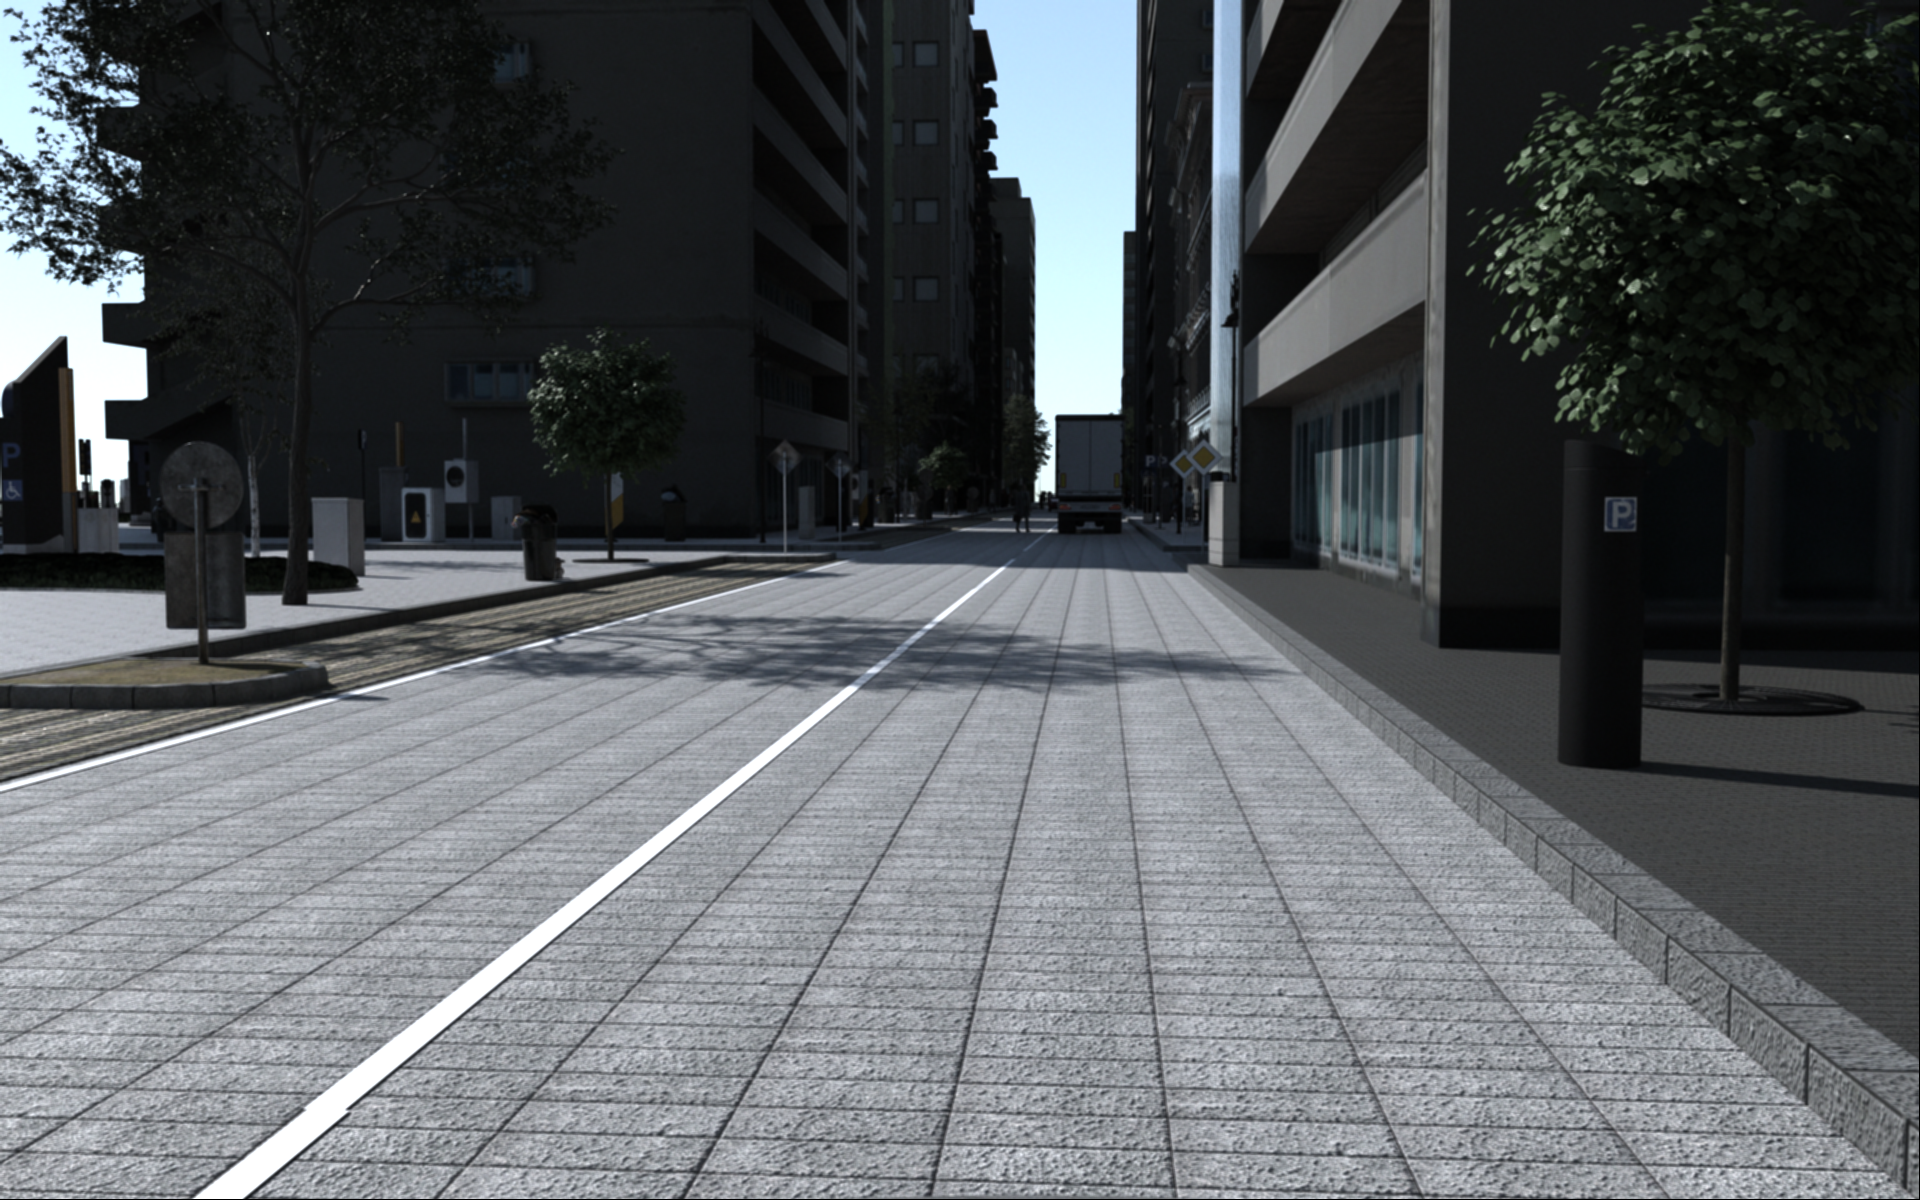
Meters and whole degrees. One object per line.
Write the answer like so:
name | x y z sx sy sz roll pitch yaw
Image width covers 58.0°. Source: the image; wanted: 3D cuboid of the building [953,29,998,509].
building | -7.914 -31.076 162.720 22.147 44.769 28.867 0 4 4

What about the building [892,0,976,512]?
building | -13.003 -33.355 134.585 28.713 52.752 27.495 0 4 4

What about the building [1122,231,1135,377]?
building | 32.354 -35.863 269.959 14.154 41.232 14.086 0 4 4

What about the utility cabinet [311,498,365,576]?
utility cabinet | -9.806 -0.989 27.340 1.020 1.237 0.306 3 4 38

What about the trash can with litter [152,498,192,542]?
trash can with litter | -20.770 -2.109 45.870 1.055 1.170 0.624 -2 4 -34

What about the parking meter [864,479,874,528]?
parking meter | -3.507 -3.691 66.058 0.399 1.863 0.255 -3 5 -42

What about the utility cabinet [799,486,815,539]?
utility cabinet | -4.360 -2.479 49.213 0.318 1.500 1.173 0 4 4

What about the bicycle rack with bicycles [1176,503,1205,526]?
bicycle rack with bicycles | 9.963 -3.433 69.519 2.925 0.926 2.852 -2 4 -25

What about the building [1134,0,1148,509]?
building | 26.416 -37.581 156.442 21.231 58.520 28.212 0 4 4

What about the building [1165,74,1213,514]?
building | 19.907 -19.525 106.625 14.401 28.519 23.554 0 4 4

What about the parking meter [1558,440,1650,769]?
parking meter | 3.047 0.012 8.214 0.372 1.533 0.369 0 3 0

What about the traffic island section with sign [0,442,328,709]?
traffic island section with sign | -5.712 -0.232 12.420 1.989 1.847 2.006 0 4 4

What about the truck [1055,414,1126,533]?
truck | 4.990 -4.746 66.514 2.839 4.237 11.283 0 4 4

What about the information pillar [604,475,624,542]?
information pillar | -9.239 -3.352 46.165 0.504 3.616 0.183 0 4 -5

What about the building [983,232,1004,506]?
building | -2.670 -25.233 184.259 14.160 30.474 14.107 0 4 4

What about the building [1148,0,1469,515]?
building | 25.225 -31.083 131.904 21.300 48.544 21.600 0 4 4

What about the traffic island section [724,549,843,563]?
traffic island section | -3.773 -0.903 37.044 2.009 0.180 2.903 0 4 4

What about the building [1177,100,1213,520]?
building | 16.898 -15.199 84.663 11.583 22.565 21.152 0 4 4

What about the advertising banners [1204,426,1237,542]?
advertising banners | 6.880 -3.008 45.369 0.090 3.025 2.074 -1 4 -20

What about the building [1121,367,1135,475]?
building | 37.182 -24.684 248.621 27.650 21.520 28.899 0 4 4

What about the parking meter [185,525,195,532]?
parking meter | -21.504 -2.615 48.463 0.399 1.863 0.255 -3 5 -45

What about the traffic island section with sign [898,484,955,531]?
traffic island section with sign | -1.355 -3.622 67.840 1.989 1.847 2.006 0 4 4

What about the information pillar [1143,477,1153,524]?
information pillar | 8.074 -4.275 74.387 0.304 2.012 0.304 -2 4 -31

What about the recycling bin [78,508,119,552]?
recycling bin | -15.555 -1.126 30.969 0.722 1.027 0.722 0 4 0

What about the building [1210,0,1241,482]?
building | 25.486 -15.187 52.830 34.151 26.468 19.350 0 4 4

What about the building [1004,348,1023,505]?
building | -6.398 -22.944 220.173 27.650 21.520 28.899 0 4 4

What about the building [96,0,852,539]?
building | -15.821 -26.655 59.507 21.300 48.544 21.600 0 4 4

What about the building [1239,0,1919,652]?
building | 15.421 -24.394 22.544 21.300 48.544 21.600 0 4 4

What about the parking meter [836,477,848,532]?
parking meter | -3.995 -3.237 58.643 0.399 1.863 0.255 0 4 -3

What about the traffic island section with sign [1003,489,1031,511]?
traffic island section with sign | 4.638 -8.305 144.414 1.989 1.847 2.006 0 4 4

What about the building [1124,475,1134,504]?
building | 31.652 -47.977 222.671 20.563 71.187 20.611 0 4 4

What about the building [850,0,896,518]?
building | -11.244 -24.981 92.042 14.154 41.232 14.086 0 4 4

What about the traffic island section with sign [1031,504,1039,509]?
traffic island section with sign | 6.754 -9.949 171.287 1.989 1.847 2.006 0 4 4

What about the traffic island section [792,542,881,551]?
traffic island section | -3.149 -1.390 45.005 2.009 0.180 2.903 0 4 4

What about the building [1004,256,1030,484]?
building | -6.357 -33.896 246.076 32.217 40.220 23.993 0 4 4

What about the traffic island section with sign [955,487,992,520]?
traffic island section with sign | 0.748 -5.265 94.713 1.989 1.847 2.006 0 4 4

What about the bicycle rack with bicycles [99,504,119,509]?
bicycle rack with bicycles | -58.961 -6.482 119.366 2.925 0.926 2.852 1 4 13

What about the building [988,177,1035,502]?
building | 0.607 -39.414 268.124 21.300 48.544 21.600 0 4 4

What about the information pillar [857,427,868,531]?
information pillar | -3.394 -4.236 60.616 0.183 3.616 0.504 2 4 28

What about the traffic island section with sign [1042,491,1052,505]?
traffic island section with sign | 11.090 -13.335 226.657 1.989 1.847 2.006 0 4 4

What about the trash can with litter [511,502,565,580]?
trash can with litter | -6.293 -0.891 25.960 0.624 1.170 1.055 0 4 -1
